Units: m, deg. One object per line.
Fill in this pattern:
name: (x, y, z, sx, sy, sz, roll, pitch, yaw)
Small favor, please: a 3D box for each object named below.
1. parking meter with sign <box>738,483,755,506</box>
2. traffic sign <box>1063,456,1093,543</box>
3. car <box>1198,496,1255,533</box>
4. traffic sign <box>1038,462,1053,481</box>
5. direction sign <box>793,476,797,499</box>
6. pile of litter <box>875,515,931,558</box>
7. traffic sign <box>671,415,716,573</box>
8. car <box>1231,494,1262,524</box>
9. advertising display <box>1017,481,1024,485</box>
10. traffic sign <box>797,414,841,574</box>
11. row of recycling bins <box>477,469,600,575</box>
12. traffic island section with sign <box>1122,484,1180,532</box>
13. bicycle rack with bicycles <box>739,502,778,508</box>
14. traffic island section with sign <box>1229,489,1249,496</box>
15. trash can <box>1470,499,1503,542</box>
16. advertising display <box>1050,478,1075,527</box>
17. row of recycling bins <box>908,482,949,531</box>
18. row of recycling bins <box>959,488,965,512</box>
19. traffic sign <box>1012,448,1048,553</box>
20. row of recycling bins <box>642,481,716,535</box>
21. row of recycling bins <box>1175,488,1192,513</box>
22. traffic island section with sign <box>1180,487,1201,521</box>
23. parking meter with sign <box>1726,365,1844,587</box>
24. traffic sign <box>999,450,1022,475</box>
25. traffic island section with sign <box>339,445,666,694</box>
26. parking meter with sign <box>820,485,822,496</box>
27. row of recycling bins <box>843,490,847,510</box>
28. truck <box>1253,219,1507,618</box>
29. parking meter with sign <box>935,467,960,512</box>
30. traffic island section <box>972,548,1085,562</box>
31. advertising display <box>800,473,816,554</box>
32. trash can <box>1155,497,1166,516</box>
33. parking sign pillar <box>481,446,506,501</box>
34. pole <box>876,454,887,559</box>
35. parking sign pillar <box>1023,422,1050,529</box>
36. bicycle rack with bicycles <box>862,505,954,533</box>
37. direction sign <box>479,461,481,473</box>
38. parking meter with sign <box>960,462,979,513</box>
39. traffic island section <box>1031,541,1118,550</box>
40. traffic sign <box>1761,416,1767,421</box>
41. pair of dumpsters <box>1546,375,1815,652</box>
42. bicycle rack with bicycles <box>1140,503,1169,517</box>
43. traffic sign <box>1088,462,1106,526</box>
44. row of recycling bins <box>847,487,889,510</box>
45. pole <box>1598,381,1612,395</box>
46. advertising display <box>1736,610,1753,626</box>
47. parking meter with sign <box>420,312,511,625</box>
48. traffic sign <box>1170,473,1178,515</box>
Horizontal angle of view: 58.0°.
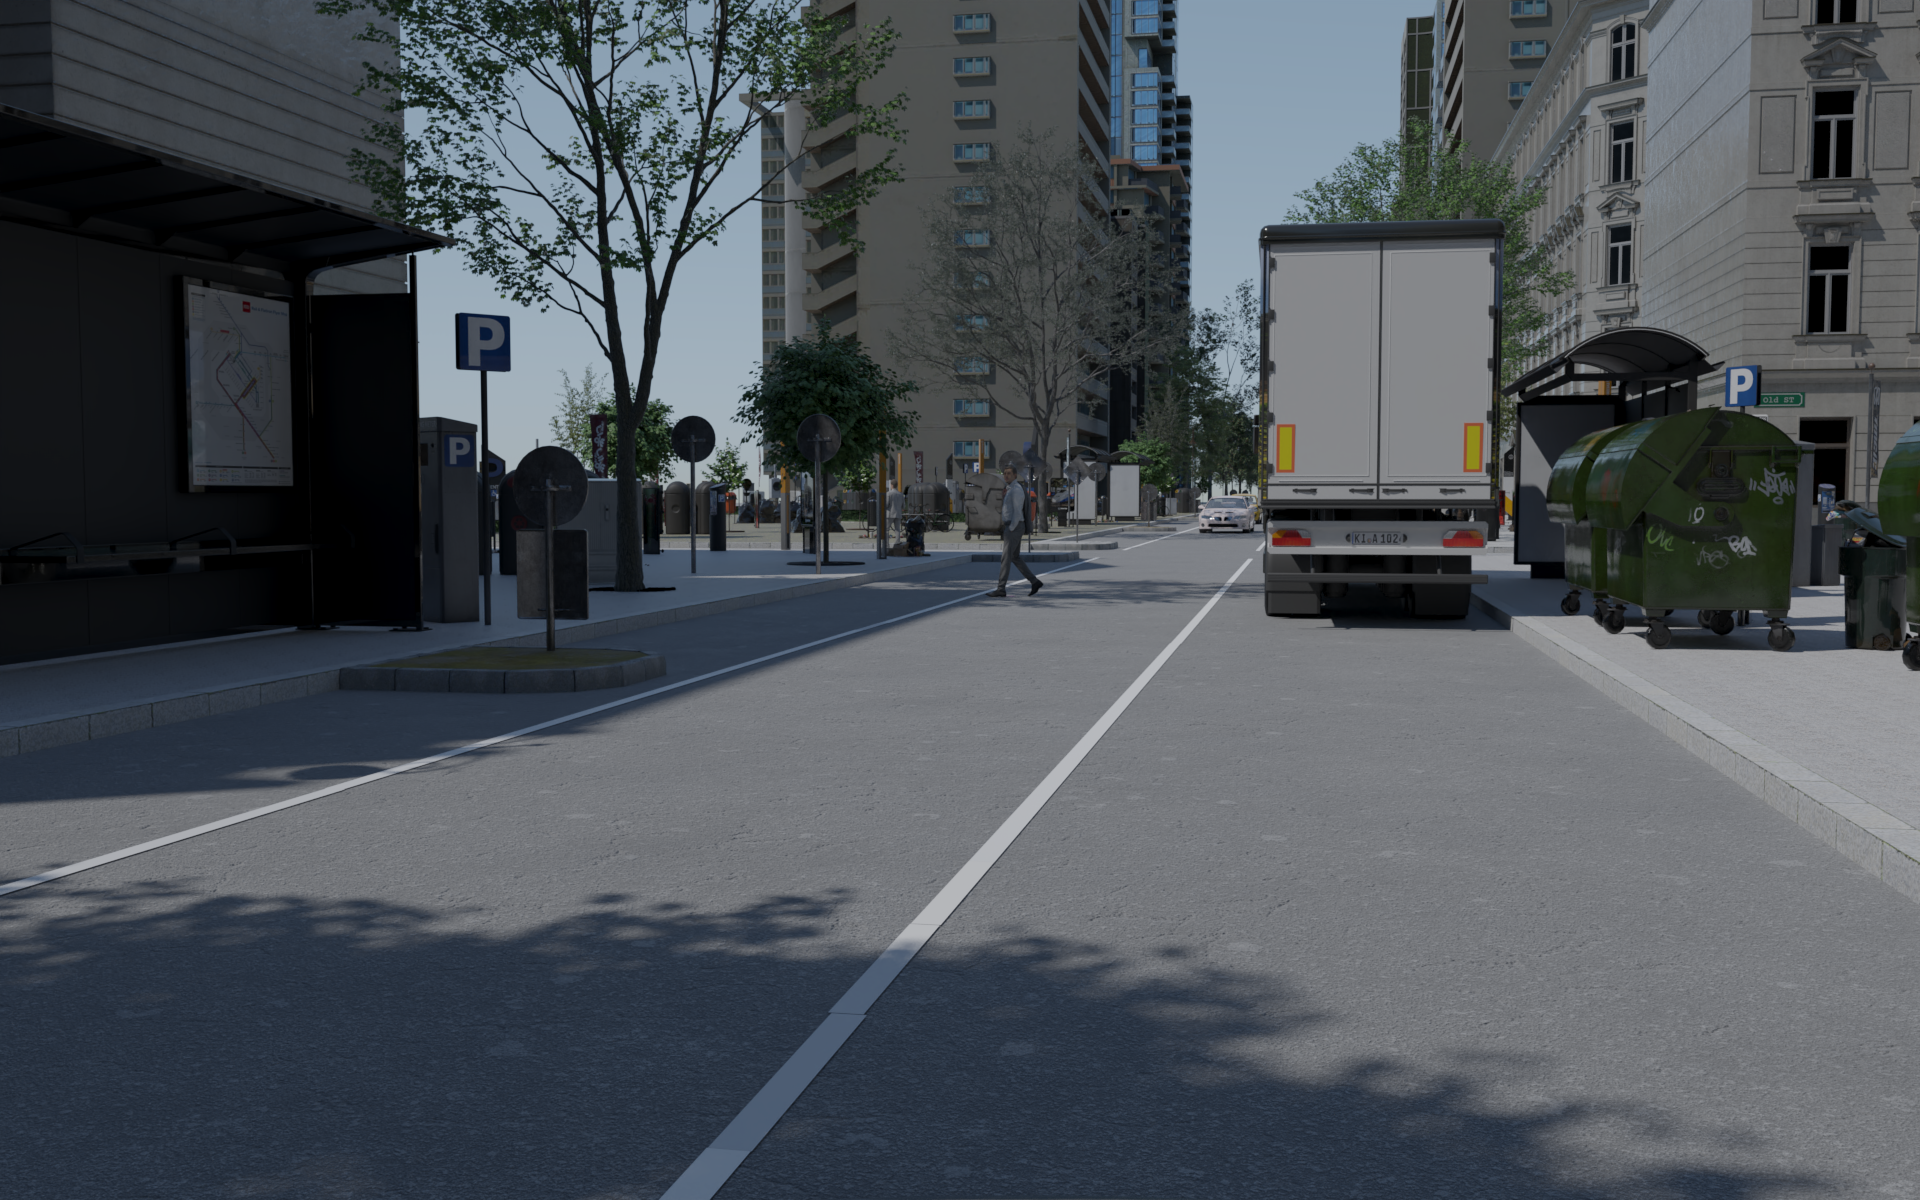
parking meter with sign: (-13.275, -6.889, 108.904, 0.543, 3.016, 1.738, 3, 5, 41)
traffic sign: (3.091, -2.564, 45.564, 0.795, 2.450, 0.064, 1, 4, 11)
car: (10.019, -3.211, 64.857, 2.083, 1.381, 4.827, 1, 4, 13)
traffic sign: (3.261, -4.146, 67.892, 0.768, 2.556, 0.104, 1, 4, 21)
direction sign: (-9.743, -6.749, 102.337, 0.379, 3.537, 0.876, -1, 4, -16)
pile of litter: (-1.166, -1.339, 35.863, 1.176, 0.858, 1.719, 0, 4, 5)
traffic sign: (-4.326, -1.709, 28.049, 0.768, 2.556, 0.104, 1, 4, 12)
car: (13.587, -4.456, 83.072, 2.015, 1.641, 3.980, 1, 4, 12)
advertising display: (3.243, -4.905, 85.406, 0.974, 1.923, 0.123, 1, 4, 23)
traffic sign: (-2.263, -1.681, 27.595, 0.768, 2.556, 0.104, 1, 4, 20)
row of recycling bins: (-7.441, -1.252, 27.585, 3.534, 1.692, 1.069, -1, 4, -13)
traffic island section with sign: (7.340, -3.565, 66.917, 1.989, 1.847, 2.006, 1, 4, 11)
bicycle rack with bicycles: (-10.932, -5.032, 95.647, 2.852, 0.926, 2.925, 1, 4, 10)
traffic island section with sign: (22.738, -8.253, 143.567, 1.989, 1.847, 2.006, 1, 4, 11)
trash can: (14.323, -2.161, 46.992, 0.748, 1.137, 0.748, 0, 3, 0)
advertising display: (4.035, -3.853, 68.207, 0.974, 1.923, 0.123, 0, 4, 2)
row of recycling bins: (-1.183, -3.347, 61.836, 1.069, 1.692, 3.534, -1, 4, -13)
row of recycling bins: (1.047, -6.733, 117.191, 3.534, 1.692, 1.069, -2, 4, -28)
traffic sign: (1.518, -2.085, 37.735, 0.795, 2.450, 0.064, 1, 4, 11)
row of recycling bins: (-9.379, -2.937, 55.130, 3.534, 1.692, 1.069, 0, 4, 2)
row of recycling bins: (15.303, -6.805, 118.378, 1.069, 1.692, 3.534, 0, 4, 2)
traffic island section with sign: (12.891, -5.253, 94.518, 1.989, 1.847, 2.006, 1, 4, 11)
parking meter with sign: (11.430, -1.694, 23.957, 1.738, 3.016, 0.543, -1, 4, -22)
traffic sign: (1.499, -3.087, 50.585, 0.768, 2.556, 0.104, 1, 4, 12)
traffic island section with sign: (-3.391, -0.293, 13.424, 1.989, 1.847, 2.006, 1, 4, 11)
parking meter with sign: (-6.662, -5.148, 80.436, 0.543, 3.016, 1.738, 1, 4, 15)
row of recycling bins: (-6.747, -6.328, 110.575, 1.069, 1.692, 3.534, -1, 4, -15)
truck: (5.327, -2.107, 23.371, 2.839, 4.237, 11.283, 1, 4, 10)
parking meter with sign: (-0.448, -6.341, 99.929, 1.738, 3.016, 0.543, 2, 4, 24)
traffic island section: (1.494, -0.949, 37.801, 2.009, 0.180, 2.903, 1, 4, 11)
advertising display: (-3.240, -1.959, 37.248, 0.123, 1.923, 0.974, -1, 4, -21)
trash can: (11.587, -5.403, 99.986, 0.748, 1.137, 0.748, 0, 3, 0)
parking sign pillar: (-25.359, -6.467, 94.215, 1.447, 3.967, 1.447, -1, 4, -14)
pole: (-1.543, -2.459, 34.041, 0.158, 3.312, 0.155, 0, 3, 0)
parking sign pillar: (2.625, -4.619, 63.995, 1.447, 3.967, 1.447, 0, 4, 8)
bicycle rack with bicycles: (-1.487, -2.752, 58.380, 2.925, 0.926, 2.852, 2, 4, 26)
direction sign: (-33.070, -7.822, 119.881, 0.379, 3.537, 0.876, 0, 4, 7)
parking meter with sign: (0.683, -5.997, 94.310, 0.543, 3.016, 1.738, 1, 4, 20)
traffic island section: (3.067, -1.428, 45.631, 2.009, 0.180, 2.903, 1, 4, 11)
traffic sign: (10.117, -1.244, 22.462, 0.606, 2.300, 0.079, 1, 4, 14)
pair of dumpsters: (6.568, -0.834, 16.128, 1.574, 2.255, 4.437, 1, 4, 11)
bicycle rack with bicycles: (10.219, -5.089, 96.587, 2.925, 0.926, 2.852, 1, 4, 11)
traffic sign: (5.482, -4.265, 69.833, 0.768, 2.556, 0.104, 1, 4, 18)
row of recycling bins: (-5.278, -6.050, 106.034, 1.069, 1.692, 3.534, 2, 4, 33)
pole: (10.937, -2.178, 29.461, 0.158, 3.312, 0.155, 0, 3, 0)
advertising display: (7.800, -0.730, 17.157, 0.123, 1.923, 0.974, 2, 4, 29)
parking meter with sign: (-5.188, -1.297, 17.467, 0.543, 3.016, 1.738, -3, 5, -43)
traffic sign: (12.535, -6.312, 103.204, 0.884, 2.594, 0.081, 1, 4, 19)
